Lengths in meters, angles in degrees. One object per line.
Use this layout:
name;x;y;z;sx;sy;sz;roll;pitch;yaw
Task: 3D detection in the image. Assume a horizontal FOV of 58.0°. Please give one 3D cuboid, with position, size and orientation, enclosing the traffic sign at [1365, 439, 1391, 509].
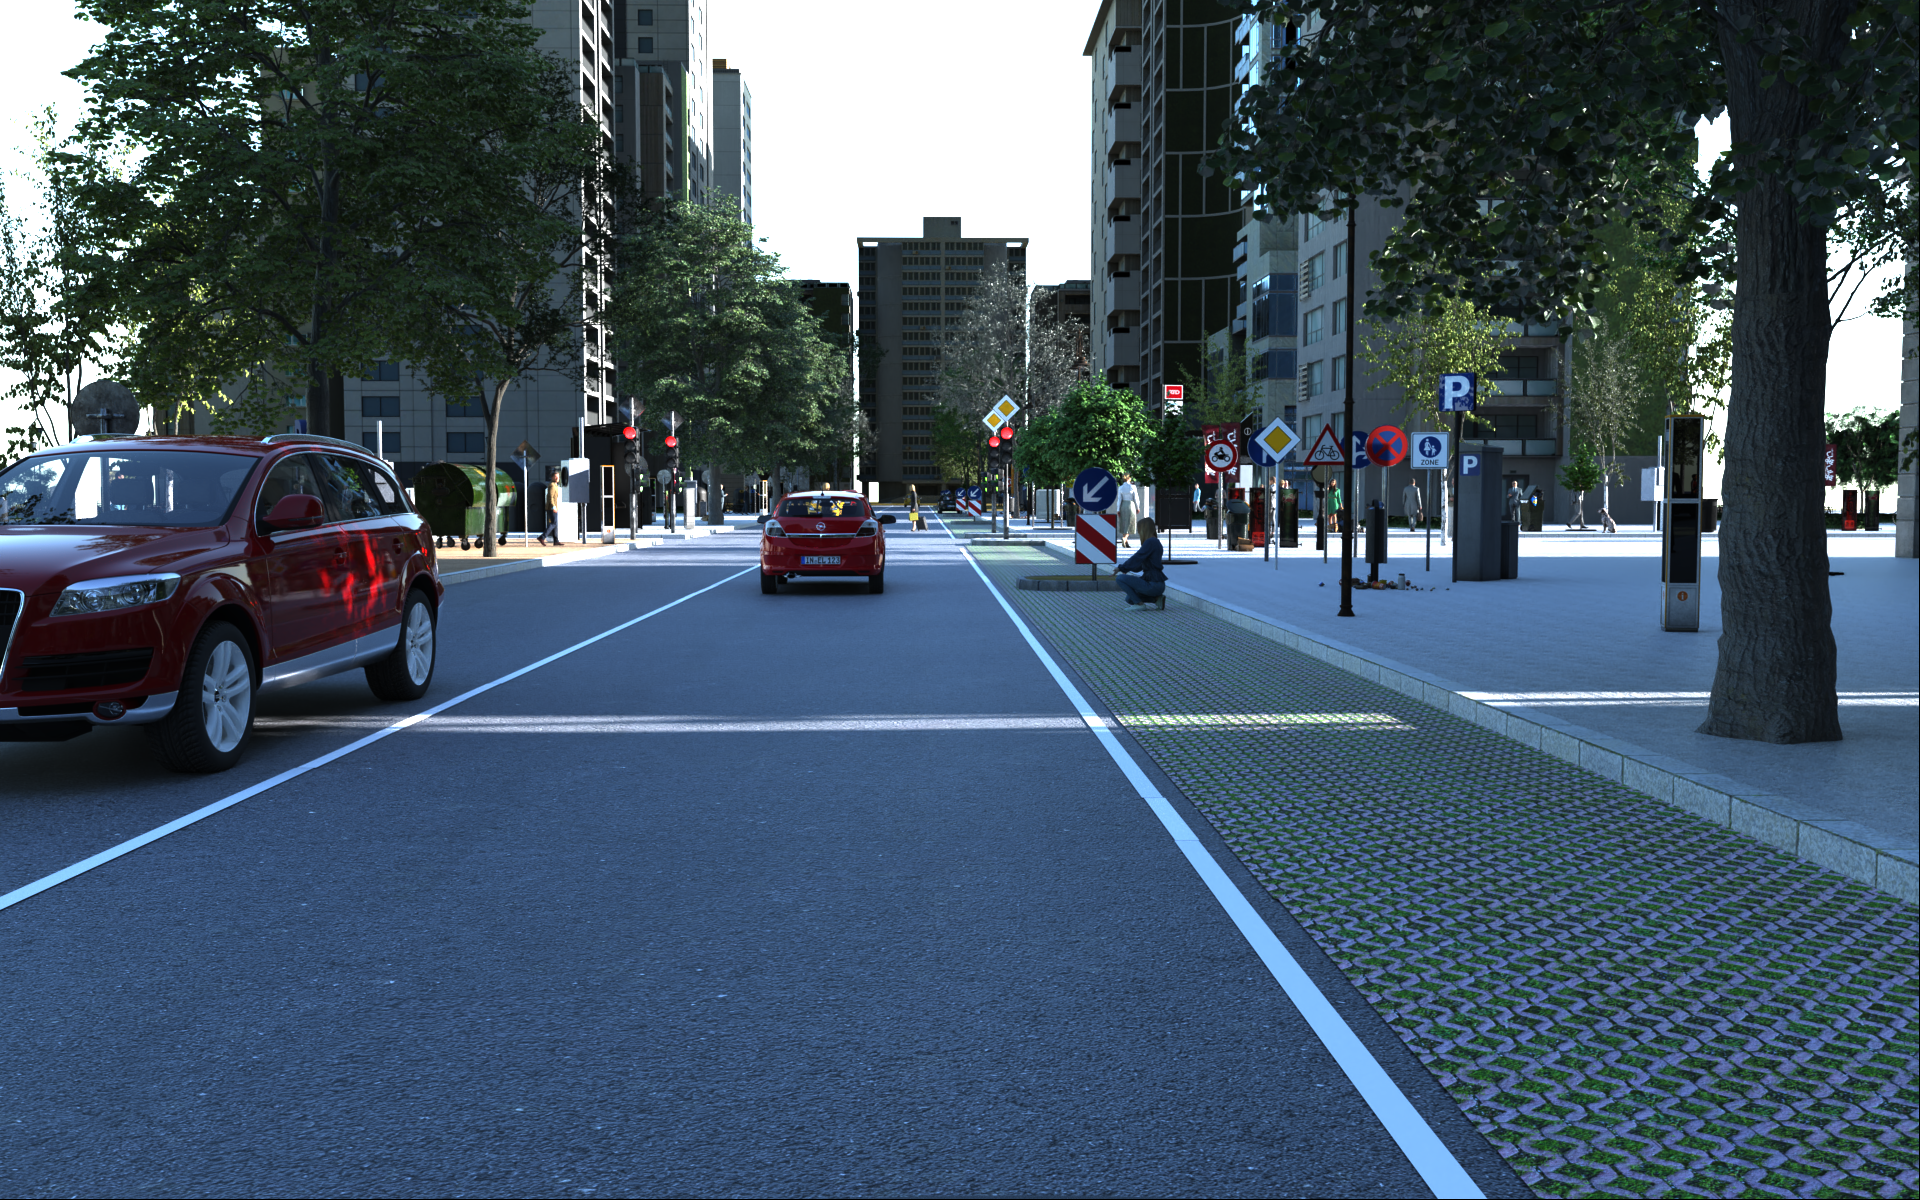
traffic sign;8.106;-2.018;33.093;0.768;2.556;0.104;0;4;7

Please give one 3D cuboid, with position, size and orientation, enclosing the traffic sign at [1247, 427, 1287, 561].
traffic sign;5.840;-2.007;32.914;0.768;2.556;0.104;0;4;7

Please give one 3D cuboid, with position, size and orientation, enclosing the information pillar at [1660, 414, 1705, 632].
information pillar;6.738;-0.714;16.165;0.304;2.012;0.304;1;4;14

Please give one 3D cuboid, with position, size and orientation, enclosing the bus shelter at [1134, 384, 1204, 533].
bus shelter;7.169;-5.094;60.921;2.179;5.291;8.768;0;4;-1

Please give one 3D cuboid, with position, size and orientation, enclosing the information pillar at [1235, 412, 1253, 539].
information pillar;8.127;-3.556;49.490;0.504;3.616;0.183;0;4;-8

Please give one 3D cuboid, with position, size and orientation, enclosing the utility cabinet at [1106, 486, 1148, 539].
utility cabinet;4.753;-2.480;49.223;1.173;1.500;0.318;2;4;26

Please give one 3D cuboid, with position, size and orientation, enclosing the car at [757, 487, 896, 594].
car;-2.046;-1.062;26.411;2.155;1.783;4.494;0;4;-3

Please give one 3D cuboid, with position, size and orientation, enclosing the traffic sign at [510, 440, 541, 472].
traffic sign;-10.535;-2.583;41.965;0.795;2.593;0.064;1;4;8

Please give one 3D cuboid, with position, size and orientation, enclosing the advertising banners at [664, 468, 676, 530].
advertising banners;-10.593;-4.118;63.509;0.090;3.025;2.074;0;4;4

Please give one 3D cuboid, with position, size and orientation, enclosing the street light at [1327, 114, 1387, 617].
street light;4.058;-2.767;18.026;0.468;5.910;1.993;0;4;-1

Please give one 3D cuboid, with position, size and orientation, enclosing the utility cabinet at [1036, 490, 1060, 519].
utility cabinet;4.398;-4.783;86.874;1.173;1.500;0.318;2;4;30

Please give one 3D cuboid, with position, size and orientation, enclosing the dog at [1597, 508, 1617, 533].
dog;21.387;-2.607;56.999;0.513;0.831;0.800;0;4;-7

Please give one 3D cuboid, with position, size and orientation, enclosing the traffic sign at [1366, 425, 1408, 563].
traffic sign;7.861;-1.948;31.955;0.768;2.556;0.104;0;4;5

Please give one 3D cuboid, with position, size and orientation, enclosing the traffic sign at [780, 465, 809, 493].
traffic sign;-11.778;-7.854;122.284;2.265;3.308;0.079;0;4;0

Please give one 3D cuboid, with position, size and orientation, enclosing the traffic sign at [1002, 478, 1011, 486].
traffic sign;2.882;-6.871;112.337;0.884;2.594;0.081;0;4;4

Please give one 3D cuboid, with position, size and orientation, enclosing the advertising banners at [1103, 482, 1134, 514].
advertising banners;6.497;-4.535;70.336;0.090;3.025;2.074;3;5;44

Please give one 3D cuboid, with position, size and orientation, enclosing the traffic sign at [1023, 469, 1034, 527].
traffic sign;2.838;-4.099;67.124;0.768;2.556;0.104;0;3;0

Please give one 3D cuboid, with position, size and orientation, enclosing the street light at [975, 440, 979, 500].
street light;1.375;-9.716;131.642;0.468;5.910;1.993;0;4;-1

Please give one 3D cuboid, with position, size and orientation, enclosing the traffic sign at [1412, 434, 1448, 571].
traffic sign;7.778;-1.627;28.734;0.606;2.300;0.079;0;4;7

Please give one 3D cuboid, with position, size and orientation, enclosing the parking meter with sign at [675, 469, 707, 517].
parking meter with sign;-14.881;-6.085;95.743;1.738;3.016;0.543;0;4;-5

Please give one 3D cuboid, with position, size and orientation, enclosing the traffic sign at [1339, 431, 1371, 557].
traffic sign;8.012;-2.135;35.019;0.768;2.556;0.104;0;4;2

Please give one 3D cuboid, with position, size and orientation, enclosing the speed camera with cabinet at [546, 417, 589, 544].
speed camera with cabinet;-10.285;-3.117;45.299;0.660;3.252;2.038;-2;4;-30

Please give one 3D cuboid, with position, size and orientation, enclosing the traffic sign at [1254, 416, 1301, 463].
traffic sign;5.384;-1.808;29.300;0.795;2.593;0.064;0;4;5

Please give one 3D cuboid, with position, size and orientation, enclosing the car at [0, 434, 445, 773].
car;-4.778;-0.117;10.592;2.281;1.827;5.304;0;4;0

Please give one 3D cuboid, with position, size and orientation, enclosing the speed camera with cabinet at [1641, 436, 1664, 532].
speed camera with cabinet;24.237;-3.980;59.404;2.038;3.252;0.660;-2;4;-32

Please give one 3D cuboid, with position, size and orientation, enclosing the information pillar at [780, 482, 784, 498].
information pillar;-11.157;-6.329;107.969;0.304;2.012;0.304;-1;4;-20

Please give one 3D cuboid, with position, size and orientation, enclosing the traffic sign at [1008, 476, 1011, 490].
traffic sign;3.455;-7.621;124.709;0.768;2.556;0.104;0;4;4

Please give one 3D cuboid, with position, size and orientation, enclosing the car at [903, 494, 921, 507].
car;-5.302;-11.117;191.985;2.015;1.641;3.980;0;4;-1

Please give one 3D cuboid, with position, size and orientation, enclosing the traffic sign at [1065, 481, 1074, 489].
traffic sign;6.004;-5.267;79.993;2.265;3.308;0.079;1;4;8

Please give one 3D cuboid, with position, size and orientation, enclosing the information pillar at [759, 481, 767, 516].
information pillar;-10.800;-5.542;95.101;0.304;2.012;0.304;3;5;40

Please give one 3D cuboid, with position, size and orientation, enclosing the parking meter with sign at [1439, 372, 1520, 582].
parking meter with sign;7.736;-1.799;25.669;0.543;3.016;1.738;3;5;42

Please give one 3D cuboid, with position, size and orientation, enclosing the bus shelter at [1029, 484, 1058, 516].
bus shelter;4.674;-6.674;100.406;1.731;3.624;6.357;0;4;-2

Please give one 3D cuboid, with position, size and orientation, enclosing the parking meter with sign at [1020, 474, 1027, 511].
parking meter with sign;4.821;-8.286;131.741;0.543;3.016;1.738;-1;4;-12

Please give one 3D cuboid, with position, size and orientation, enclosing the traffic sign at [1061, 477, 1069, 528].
traffic sign;3.898;-4.050;66.326;0.768;2.556;0.104;0;4;6

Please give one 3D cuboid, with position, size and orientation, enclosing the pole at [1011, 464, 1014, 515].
pole;3.185;-6.785;104.779;0.158;3.312;0.155;0;3;0

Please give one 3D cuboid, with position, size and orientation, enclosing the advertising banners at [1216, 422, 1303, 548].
advertising banners;7.234;-2.784;41.707;2.074;3.025;0.090;2;4;29

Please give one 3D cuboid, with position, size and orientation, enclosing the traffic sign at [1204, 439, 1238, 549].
traffic sign;6.050;-2.454;40.234;0.768;2.556;0.104;0;4;4

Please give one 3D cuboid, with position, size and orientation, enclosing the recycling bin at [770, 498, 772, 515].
recycling bin;-11.278;-5.747;106.518;0.722;1.027;0.722;0;4;4

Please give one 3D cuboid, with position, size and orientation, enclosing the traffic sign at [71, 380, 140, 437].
traffic sign;-9.565;-1.180;19.399;0.768;2.556;0.104;0;4;-1

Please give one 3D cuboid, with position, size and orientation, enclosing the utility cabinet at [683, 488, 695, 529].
utility cabinet;-9.936;-3.350;63.443;0.318;1.500;1.173;-1;4;-14

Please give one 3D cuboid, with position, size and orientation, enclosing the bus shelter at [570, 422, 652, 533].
bus shelter;-11.909;-4.173;59.510;1.731;3.624;6.357;0;4;-1

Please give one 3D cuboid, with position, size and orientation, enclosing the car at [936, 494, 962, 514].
car;-0.757;-7.198;127.466;2.009;1.686;4.222;0;4;-3

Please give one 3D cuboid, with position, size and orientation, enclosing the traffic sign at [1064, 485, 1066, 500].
traffic sign;6.701;-6.739;110.281;0.768;2.556;0.104;1;4;8

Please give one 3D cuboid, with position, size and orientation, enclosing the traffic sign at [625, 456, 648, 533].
traffic sign;-10.567;-3.449;56.497;0.768;2.556;0.104;0;4;5

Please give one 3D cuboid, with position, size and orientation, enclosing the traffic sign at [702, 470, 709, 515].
traffic sign;-13.077;-5.506;90.136;0.768;2.556;0.104;0;4;6

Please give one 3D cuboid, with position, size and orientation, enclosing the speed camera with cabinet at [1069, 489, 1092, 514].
speed camera with cabinet;5.793;-5.344;81.708;0.660;3.252;2.038;-1;4;-18

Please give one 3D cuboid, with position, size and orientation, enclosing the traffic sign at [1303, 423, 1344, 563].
traffic sign;6.760;-1.956;31.977;0.884;2.594;0.081;0;4;0

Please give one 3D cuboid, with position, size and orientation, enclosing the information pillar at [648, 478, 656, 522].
information pillar;-14.087;-4.572;79.242;0.304;2.012;0.304;-1;4;-18

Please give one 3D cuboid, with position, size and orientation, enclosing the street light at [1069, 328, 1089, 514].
street light;3.310;-4.618;48.291;0.468;5.910;1.993;0;4;-1

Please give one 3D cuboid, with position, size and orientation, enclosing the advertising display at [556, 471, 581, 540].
advertising display;-11.051;-2.669;48.846;0.974;1.923;0.123;3;4;37

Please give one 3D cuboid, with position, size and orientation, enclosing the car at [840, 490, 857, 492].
car;-9.424;-8.369;145.512;2.281;1.827;5.304;0;4;-1

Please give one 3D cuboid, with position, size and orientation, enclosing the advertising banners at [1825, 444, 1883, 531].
advertising banners;30.988;-3.916;60.217;2.074;3.025;0.090;0;4;6

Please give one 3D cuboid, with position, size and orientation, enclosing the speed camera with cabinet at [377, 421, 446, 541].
speed camera with cabinet;-15.191;-3.245;47.399;2.038;3.252;0.660;-2;4;-30

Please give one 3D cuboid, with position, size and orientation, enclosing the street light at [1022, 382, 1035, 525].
street light;2.834;-6.045;71.616;0.468;5.910;1.993;0;4;-1

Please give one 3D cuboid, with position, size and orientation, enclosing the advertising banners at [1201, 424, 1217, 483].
advertising banners;7.020;-2.914;43.830;2.074;3.025;0.090;-1;4;-18
